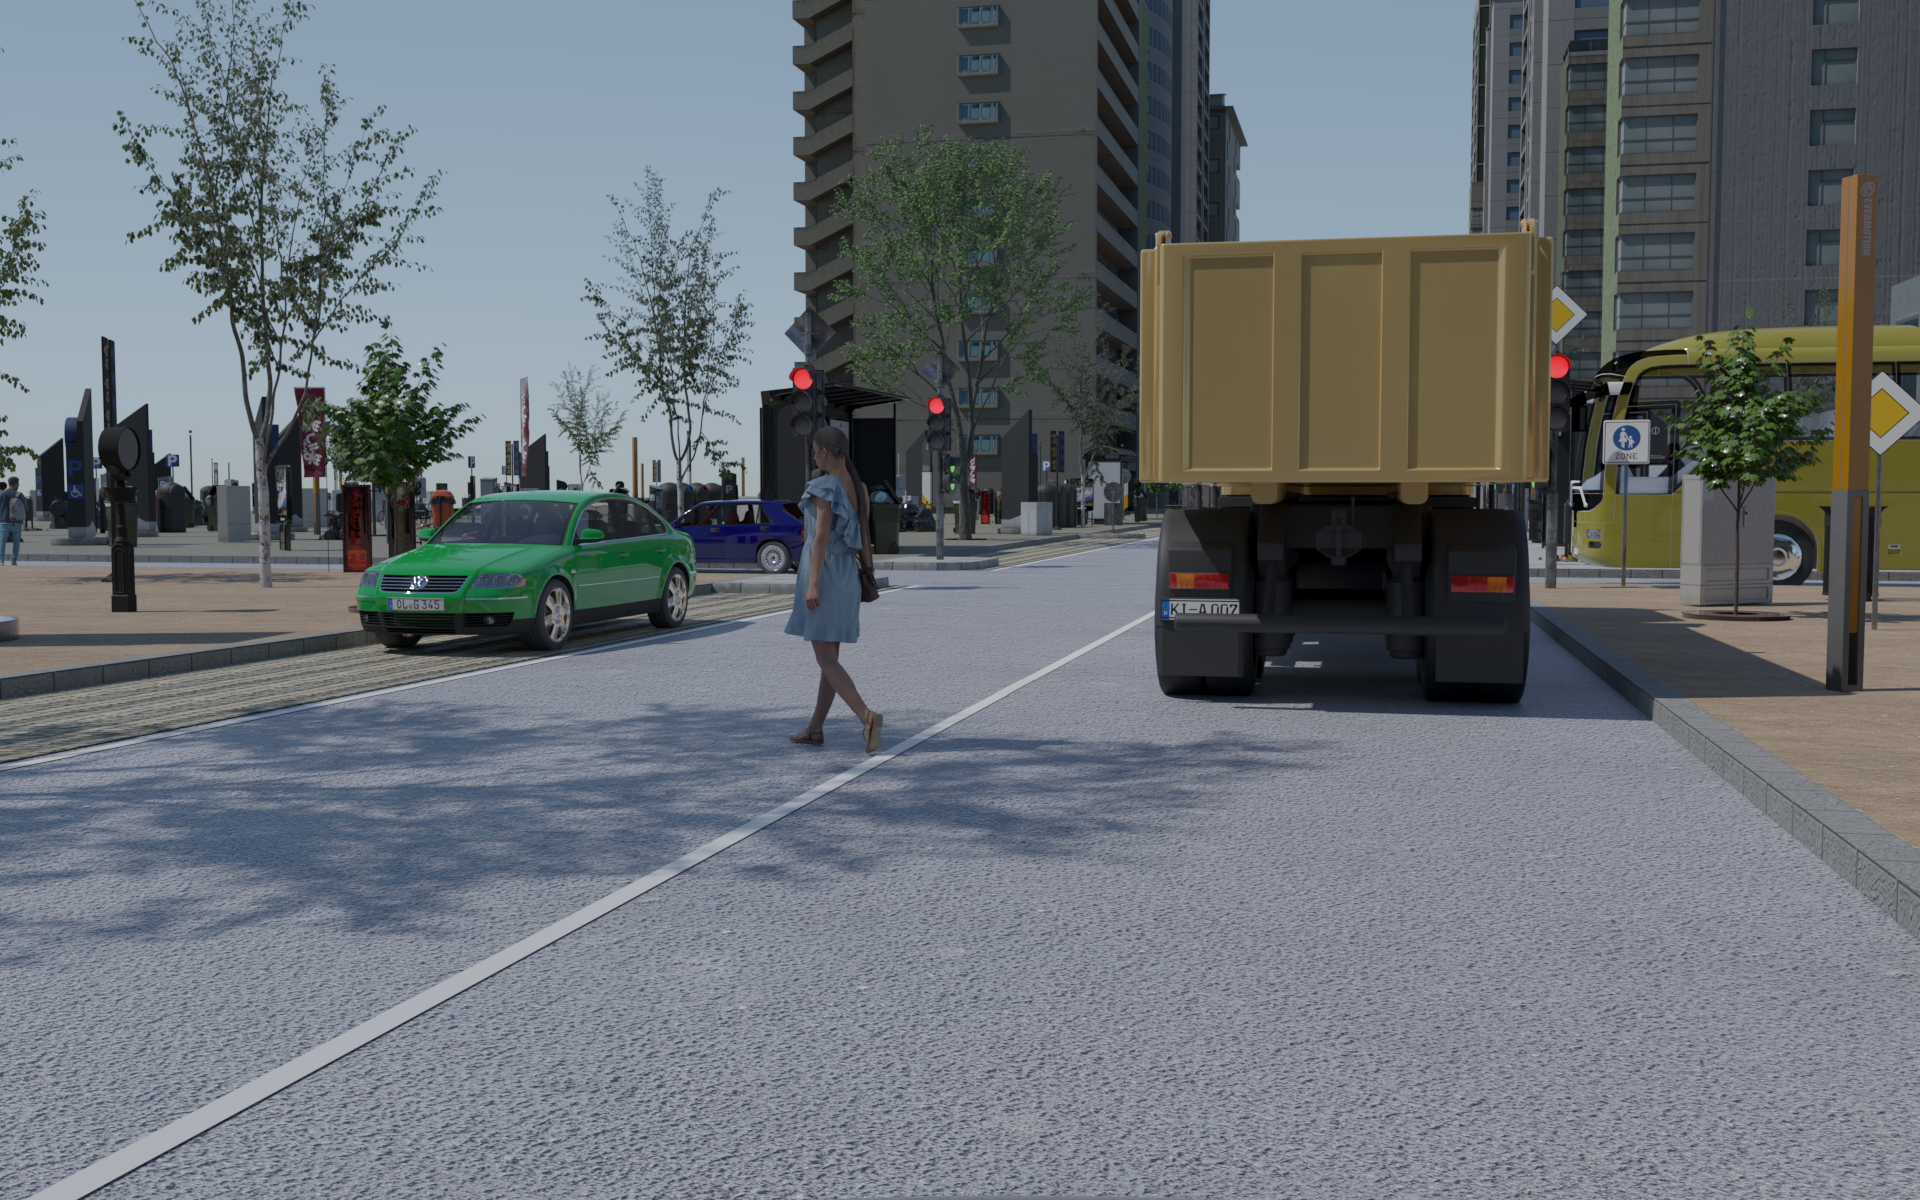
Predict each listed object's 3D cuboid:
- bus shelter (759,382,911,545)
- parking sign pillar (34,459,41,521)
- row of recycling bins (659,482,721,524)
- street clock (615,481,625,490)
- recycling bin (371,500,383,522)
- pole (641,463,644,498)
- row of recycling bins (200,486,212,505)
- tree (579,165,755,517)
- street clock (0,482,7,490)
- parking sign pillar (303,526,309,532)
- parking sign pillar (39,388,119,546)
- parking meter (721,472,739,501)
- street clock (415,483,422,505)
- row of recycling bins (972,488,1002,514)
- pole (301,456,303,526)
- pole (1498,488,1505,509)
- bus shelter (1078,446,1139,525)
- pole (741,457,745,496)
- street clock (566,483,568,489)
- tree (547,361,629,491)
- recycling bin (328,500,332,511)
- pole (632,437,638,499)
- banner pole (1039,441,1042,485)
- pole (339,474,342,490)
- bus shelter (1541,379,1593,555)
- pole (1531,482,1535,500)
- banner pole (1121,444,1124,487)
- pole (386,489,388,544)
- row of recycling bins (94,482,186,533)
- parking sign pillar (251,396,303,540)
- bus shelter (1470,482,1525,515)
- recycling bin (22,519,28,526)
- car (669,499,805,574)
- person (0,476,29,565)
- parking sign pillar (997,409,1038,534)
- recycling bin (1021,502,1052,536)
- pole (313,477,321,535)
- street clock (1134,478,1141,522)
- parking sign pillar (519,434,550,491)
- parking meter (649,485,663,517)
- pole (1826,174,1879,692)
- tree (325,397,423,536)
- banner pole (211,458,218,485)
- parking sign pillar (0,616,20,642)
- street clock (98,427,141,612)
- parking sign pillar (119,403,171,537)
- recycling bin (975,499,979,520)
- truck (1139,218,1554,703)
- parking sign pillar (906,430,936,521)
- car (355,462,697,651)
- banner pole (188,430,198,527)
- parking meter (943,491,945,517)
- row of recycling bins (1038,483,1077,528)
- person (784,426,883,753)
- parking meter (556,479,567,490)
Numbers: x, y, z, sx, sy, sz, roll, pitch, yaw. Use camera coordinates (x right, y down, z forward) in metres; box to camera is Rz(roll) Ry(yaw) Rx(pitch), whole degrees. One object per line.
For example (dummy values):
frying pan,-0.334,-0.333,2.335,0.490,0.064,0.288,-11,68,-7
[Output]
bus shelter,-2.744,-2.950,39.520,1.731,3.624,6.357,1,4,13
parking sign pillar,-43.295,-5.745,82.402,1.447,3.967,1.447,1,4,21
row of recycling bins,-9.574,-3.321,61.411,1.069,1.692,3.534,2,4,24
street clock,-18.665,-5.536,95.079,0.471,2.002,0.358,1,4,22
recycling bin,-27.274,-4.146,80.337,0.722,1.027,0.722,3,5,43
pole,-21.091,-7.412,115.036,0.158,3.312,0.155,0,3,0
row of recycling bins,-37.193,-4.854,86.482,1.069,1.692,3.534,-1,4,-14
tree,-6.336,-5.411,38.839,4.360,8.622,3.978,0,3,0
street clock,-55.790,-5.894,100.943,0.358,2.002,0.471,2,4,33
parking sign pillar,-22.856,-4.288,58.585,1.447,3.967,1.447,1,4,14
parking sign pillar,-22.138,-3.370,43.572,1.447,3.967,1.447,-1,4,-17
parking meter,-5.525,-2.196,41.620,0.399,1.863,0.255,0,4,-5
street clock,-29.075,-5.391,92.710,0.471,2.002,0.358,1,4,15
row of recycling bins,2.126,-6.273,109.668,3.534,1.692,1.069,2,4,30
pole,-22.747,-4.021,59.590,0.158,3.312,0.155,0,3,0
pole,13.988,-3.110,44.690,0.158,3.312,0.155,0,3,0
bus shelter,6.595,-4.963,75.068,2.014,3.302,5.546,1,4,14
pole,-12.038,-6.260,96.187,0.158,3.312,0.155,0,3,0
street clock,-24.662,-6.315,107.824,0.358,2.002,0.471,3,4,37
tree,-20.932,-8.958,96.827,4.737,8.622,4.395,0,3,0
recycling bin,-26.229,-3.668,72.521,0.722,1.027,0.722,0,4,7
pole,-11.633,-4.171,62.034,0.158,3.312,0.155,0,3,0
banner pole,3.620,-5.658,82.525,0.863,3.779,0.401,2,4,33
pole,-43.526,-7.822,121.737,0.158,3.312,0.155,0,3,0
bus shelter,13.540,-2.848,37.850,1.731,3.624,6.357,1,4,14
pole,23.749,-4.764,71.730,0.158,3.312,0.155,0,3,0
banner pole,8.185,-5.971,87.648,0.401,3.779,0.863,0,4,-2
pole,-14.758,-3.118,44.825,0.158,3.312,0.155,0,3,0
row of recycling bins,-27.460,-3.061,57.158,3.534,1.692,1.069,-3,4,-36
parking sign pillar,-19.431,-3.671,48.494,1.447,3.967,1.447,-2,4,-33
bus shelter,18.677,-4.062,60.332,2.014,3.302,5.546,1,4,13
recycling bin,-37.588,-3.448,68.926,0.722,1.027,0.722,-1,4,-12
car,-4.378,-1.179,31.863,3.894,1.354,1.945,1,4,14
person,-18.636,-1.540,34.021,0.623,1.781,0.721,-2,4,-31
parking sign pillar,1.924,-4.118,55.797,1.447,3.967,1.447,-3,5,-41
recycling bin,2.383,-2.524,53.824,0.722,1.027,0.722,-3,5,-43
pole,-20.283,-3.714,54.567,0.158,3.312,0.155,0,3,0
street clock,8.086,-4.548,78.923,0.358,2.002,0.471,1,4,21
parking sign pillar,-19.088,-5.460,77.735,1.447,3.967,1.447,1,4,16
parking meter,-8.482,-2.443,48.351,0.372,1.533,0.369,0,3,0
pole,5.774,-1.062,11.209,0.158,3.312,0.155,0,3,0
tree,-17.864,-4.235,52.962,4.285,4.588,4.351,0,3,0
banner pole,-52.076,-8.013,121.026,0.863,3.779,0.401,2,4,30
parking sign pillar,-9.010,-1.620,14.963,1.447,3.967,1.447,-2,4,-25
street clock,-9.100,-0.870,18.800,0.358,2.002,0.471,0,4,4
parking sign pillar,-24.801,-3.872,51.785,1.447,3.967,1.447,0,4,4
recycling bin,0.475,-4.529,86.607,0.722,1.027,0.722,-2,4,-27
truck,3.473,-1.206,15.644,3.469,3.379,9.791,1,4,13
parking sign pillar,-1.731,-5.209,73.636,1.447,3.967,1.447,-3,5,-41
car,-4.180,-0.520,17.305,1.959,1.807,4.718,1,4,14
banner pole,-30.129,-4.766,67.945,0.401,3.779,0.863,-1,4,-20
parking meter,-1.029,-5.338,95.683,0.372,1.533,0.369,0,3,0
row of recycling bins,3.760,-3.641,66.648,1.069,1.692,3.534,1,4,19
person,-0.666,-0.070,9.737,0.778,1.811,0.616,3,5,43
parking meter,-15.717,-3.832,68.362,0.399,1.863,0.255,-1,4,-11
